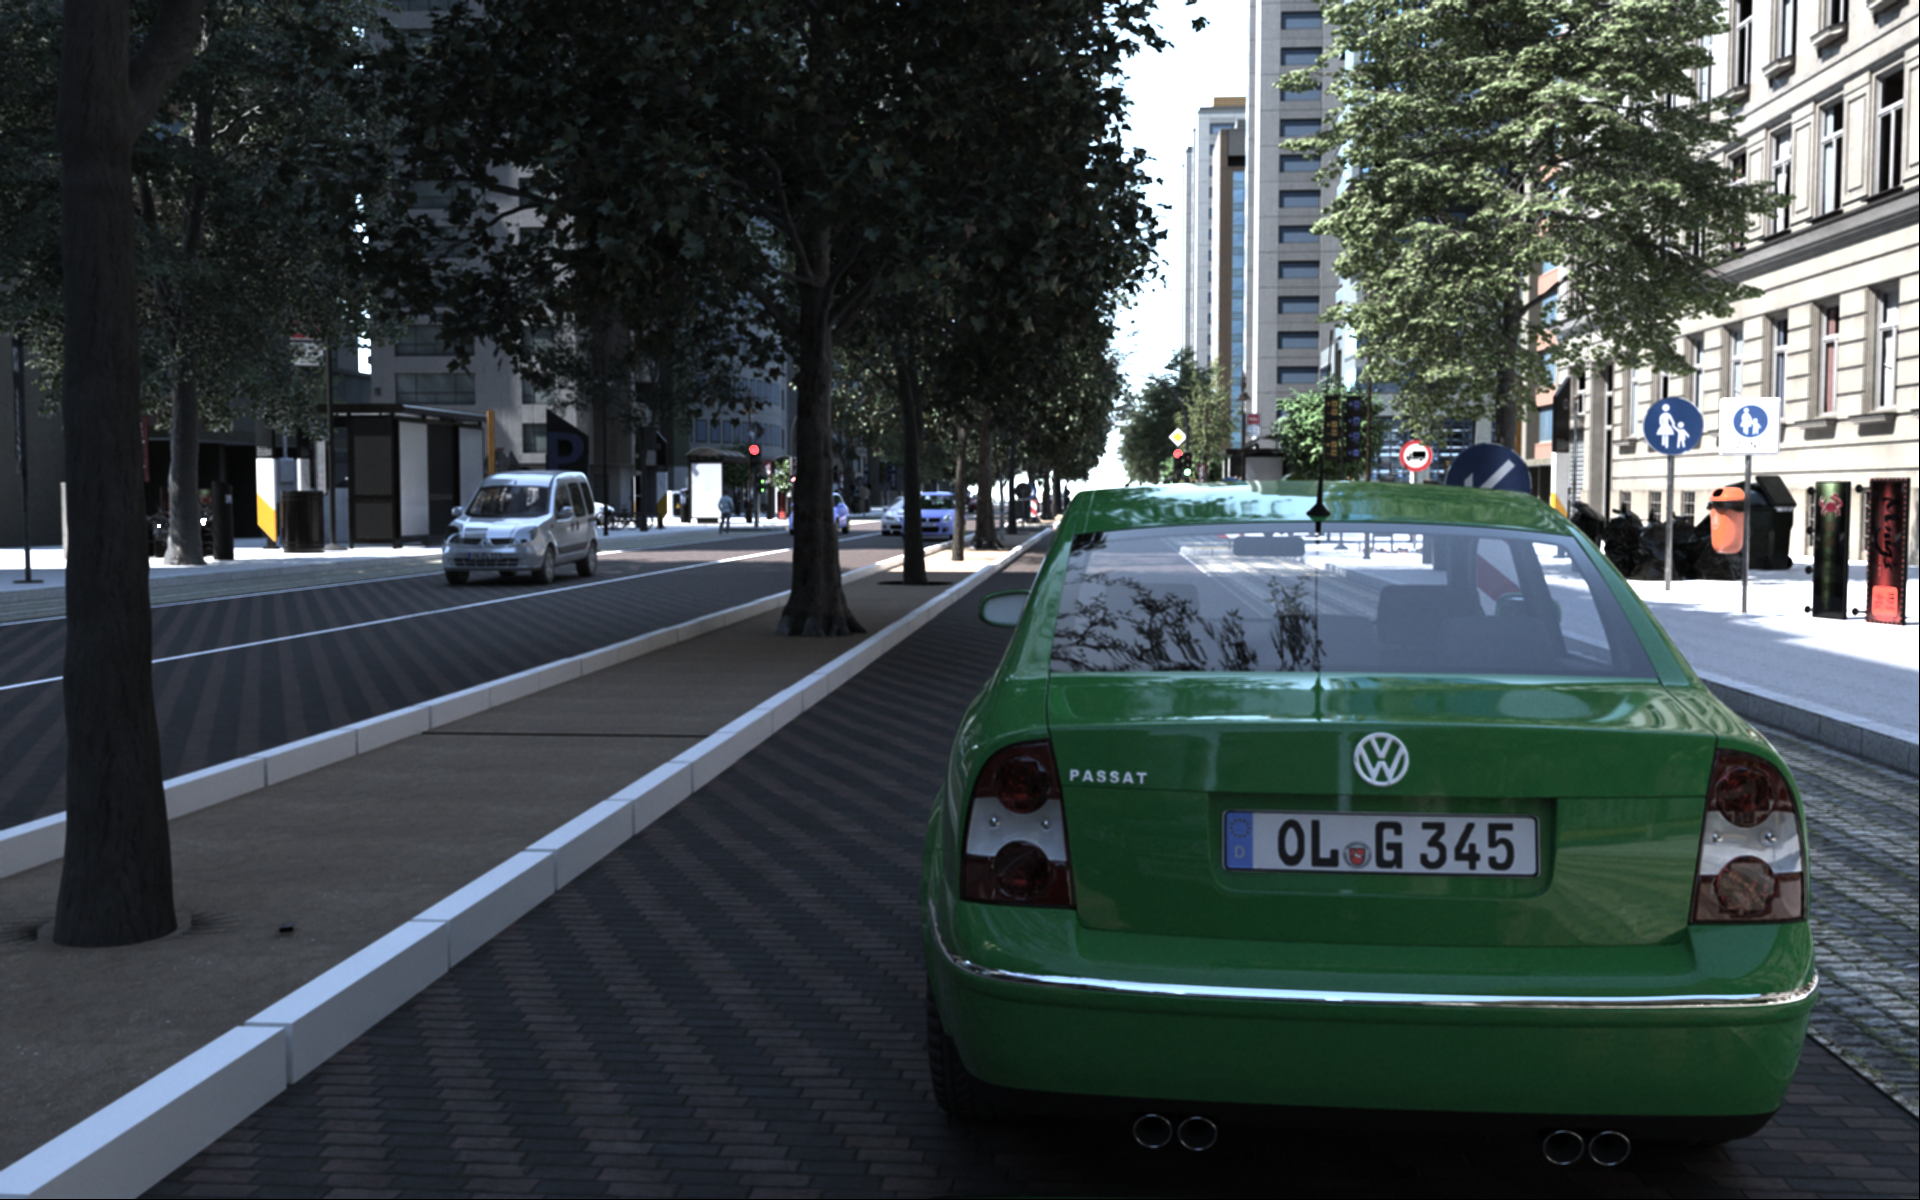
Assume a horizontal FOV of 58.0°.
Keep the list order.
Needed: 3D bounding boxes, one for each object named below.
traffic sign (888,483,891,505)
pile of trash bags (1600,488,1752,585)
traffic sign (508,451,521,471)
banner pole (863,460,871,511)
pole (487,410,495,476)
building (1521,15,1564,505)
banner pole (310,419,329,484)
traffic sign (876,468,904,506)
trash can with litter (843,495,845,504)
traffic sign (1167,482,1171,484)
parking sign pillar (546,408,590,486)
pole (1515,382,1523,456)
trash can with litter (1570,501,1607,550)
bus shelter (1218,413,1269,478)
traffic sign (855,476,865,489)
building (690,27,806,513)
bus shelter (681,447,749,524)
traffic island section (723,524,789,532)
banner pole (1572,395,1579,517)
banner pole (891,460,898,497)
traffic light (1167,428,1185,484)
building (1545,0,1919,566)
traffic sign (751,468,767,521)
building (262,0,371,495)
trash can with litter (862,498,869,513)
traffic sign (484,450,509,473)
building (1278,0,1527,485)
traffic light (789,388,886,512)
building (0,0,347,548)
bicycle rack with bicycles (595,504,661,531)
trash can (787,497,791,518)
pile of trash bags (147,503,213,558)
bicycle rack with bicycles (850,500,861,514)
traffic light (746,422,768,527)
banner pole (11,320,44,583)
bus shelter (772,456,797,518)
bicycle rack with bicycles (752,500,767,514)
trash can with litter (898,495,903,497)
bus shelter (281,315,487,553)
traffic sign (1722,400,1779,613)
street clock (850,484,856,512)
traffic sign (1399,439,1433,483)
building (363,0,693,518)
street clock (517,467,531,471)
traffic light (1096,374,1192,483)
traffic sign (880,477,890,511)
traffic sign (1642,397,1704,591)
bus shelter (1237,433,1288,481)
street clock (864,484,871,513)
[{"bbox_3d":[-5.164,-7.871,128.798,0.768,2.556,0.104,0,4,5],"label":"traffic sign"},{"bbox_3d":[10.821,-0.979,25.755,1.912,1.369,3.447,0,3,0],"label":"pile of trash bags"},{"bbox_3d":[-13.457,-3.179,51.980,0.884,2.594,0.081,1,4,10],"label":"traffic sign"},{"bbox_3d":[-6.819,-8.454,128.247,0.863,3.779,0.401,3,4,37],"label":"banner pole"},{"bbox_3d":[-11.455,-2.967,42.347,0.158,3.312,0.155,0,3,0],"label":"pole"},{"bbox_3d":[42.959,-26.561,88.897,28.867,44.769,22.147,0,4,5],"label":"building"},{"bbox_3d":[-18.541,-3.702,50.538,0.863,3.779,0.401,-3,4,-38],"label":"banner pole"},{"bbox_3d":[-5.355,-8.571,134.009,2.265,3.308,0.079,1,4,10],"label":"traffic sign"},{"bbox_3d":[-9.700,-8.061,142.854,1.678,1.210,2.233,1,4,15],"label":"trash can with litter"},{"bbox_3d":[15.087,-7.532,123.251,0.768,2.556,0.104,1,4,14],"label":"traffic sign"},{"bbox_3d":[-12.305,-4.029,54.347,1.447,3.967,1.447,0,4,-5],"label":"parking sign pillar"},{"bbox_3d":[10.149,-2.314,31.679,0.158,3.312,0.155,0,3,0],"label":"pole"},{"bbox_3d":[10.495,-1.036,28.331,1.055,1.170,0.624,3,5,45],"label":"trash can with litter"},{"bbox_3d":[13.675,-6.500,83.913,2.179,5.291,8.768,0,4,5],"label":"bus shelter"},{"bbox_3d":[-7.127,-7.527,123.168,0.768,2.556,0.104,1,4,11],"label":"traffic sign"},{"bbox_3d":[-23.741,-35.636,124.643,21.231,58.520,28.212,0,4,5],"label":"building"},{"bbox_3d":[-10.776,-5.099,77.285,2.014,3.302,5.546,0,4,5],"label":"bus shelter"},{"bbox_3d":[-7.893,-2.733,66.964,2.009,0.180,2.903,0,4,5],"label":"traffic island section"},{"bbox_3d":[15.486,-3.279,43.623,0.401,3.779,0.863,1,4,19],"label":"banner pole"},{"bbox_3d":[-4.775,-8.398,127.317,0.863,3.779,0.401,3,4,36],"label":"banner pole"},{"bbox_3d":[9.209,-5.170,73.454,0.839,4.253,0.868,0,4,5],"label":"traffic light"},{"bbox_3d":[25.167,-12.669,40.416,16.112,22.955,30.059,0,4,5],"label":"building"},{"bbox_3d":[-9.399,-4.948,81.006,0.768,2.556,0.104,1,4,10],"label":"traffic sign"},{"bbox_3d":[-50.435,-31.114,97.952,27.495,52.752,28.713,0,4,5],"label":"building"},{"bbox_3d":[-6.501,-6.544,118.380,0.624,1.170,1.055,0,4,-3],"label":"trash can with litter"},{"bbox_3d":[-13.543,-3.091,50.637,0.768,2.556,0.104,0,4,8],"label":"traffic sign"},{"bbox_3d":[36.840,-49.894,128.431,22.319,86.520,31.000,0,4,5],"label":"building"},{"bbox_3d":[-5.106,-6.115,74.648,4.771,5.953,1.251,0,4,5],"label":"traffic light"},{"bbox_3d":[-34.093,-24.019,47.338,28.867,44.769,22.147,0,4,5],"label":"building"},{"bbox_3d":[-12.040,-2.966,61.880,2.925,0.926,2.852,-2,4,-29],"label":"bicycle rack with bicycles"},{"bbox_3d":[-8.728,-4.822,90.497,0.748,1.137,0.748,0,3,0],"label":"trash can"},{"bbox_3d":[-17.015,-1.603,35.965,3.447,1.369,1.912,1,4,16],"label":"pile of trash bags"},{"bbox_3d":[-7.223,-5.931,110.353,2.852,0.926,2.925,1,4,10],"label":"bicycle rack with bicycles"},{"bbox_3d":[-7.854,-4.765,66.826,0.839,4.253,0.868,0,4,5],"label":"traffic light"},{"bbox_3d":[-13.414,-2.124,24.742,0.401,3.779,0.863,-1,4,-18],"label":"banner pole"},{"bbox_3d":[-8.923,-6.108,93.782,2.014,3.302,5.546,0,4,5],"label":"bus shelter"},{"bbox_3d":[-12.102,-6.065,112.543,2.925,0.926,2.852,1,4,16],"label":"bicycle rack with bicycles"},{"bbox_3d":[-4.957,-8.449,149.533,1.055,1.170,0.624,-2,4,-32],"label":"trash can with litter"},{"bbox_3d":[-13.770,-3.911,41.582,2.179,5.291,8.768,0,4,5],"label":"bus shelter"},{"bbox_3d":[8.445,-1.006,18.582,0.606,2.300,0.079,0,4,8],"label":"traffic sign"},{"bbox_3d":[-7.811,-7.438,126.188,0.358,2.002,0.471,-3,4,-36],"label":"street clock"},{"bbox_3d":[10.589,-2.457,40.273,0.768,2.556,0.104,1,4,14],"label":"traffic sign"},{"bbox_3d":[-23.445,-19.851,96.271,14.160,30.474,14.107,0,4,5],"label":"building"},{"bbox_3d":[-11.711,-2.571,46.608,0.471,2.002,0.358,-1,4,-17],"label":"street clock"},{"bbox_3d":[6.461,-5.557,65.526,4.771,5.953,1.251,0,4,5],"label":"traffic light"},{"bbox_3d":[-5.501,-7.750,126.812,0.768,2.556,0.104,1,4,14],"label":"traffic sign"},{"bbox_3d":[9.343,-1.387,22.783,0.768,2.556,0.104,0,4,7],"label":"traffic sign"},{"bbox_3d":[10.729,-4.017,59.596,2.014,3.302,5.546,0,4,5],"label":"bus shelter"},{"bbox_3d":[-6.390,-7.061,120.017,0.471,2.002,0.358,0,4,-4],"label":"street clock"}]
